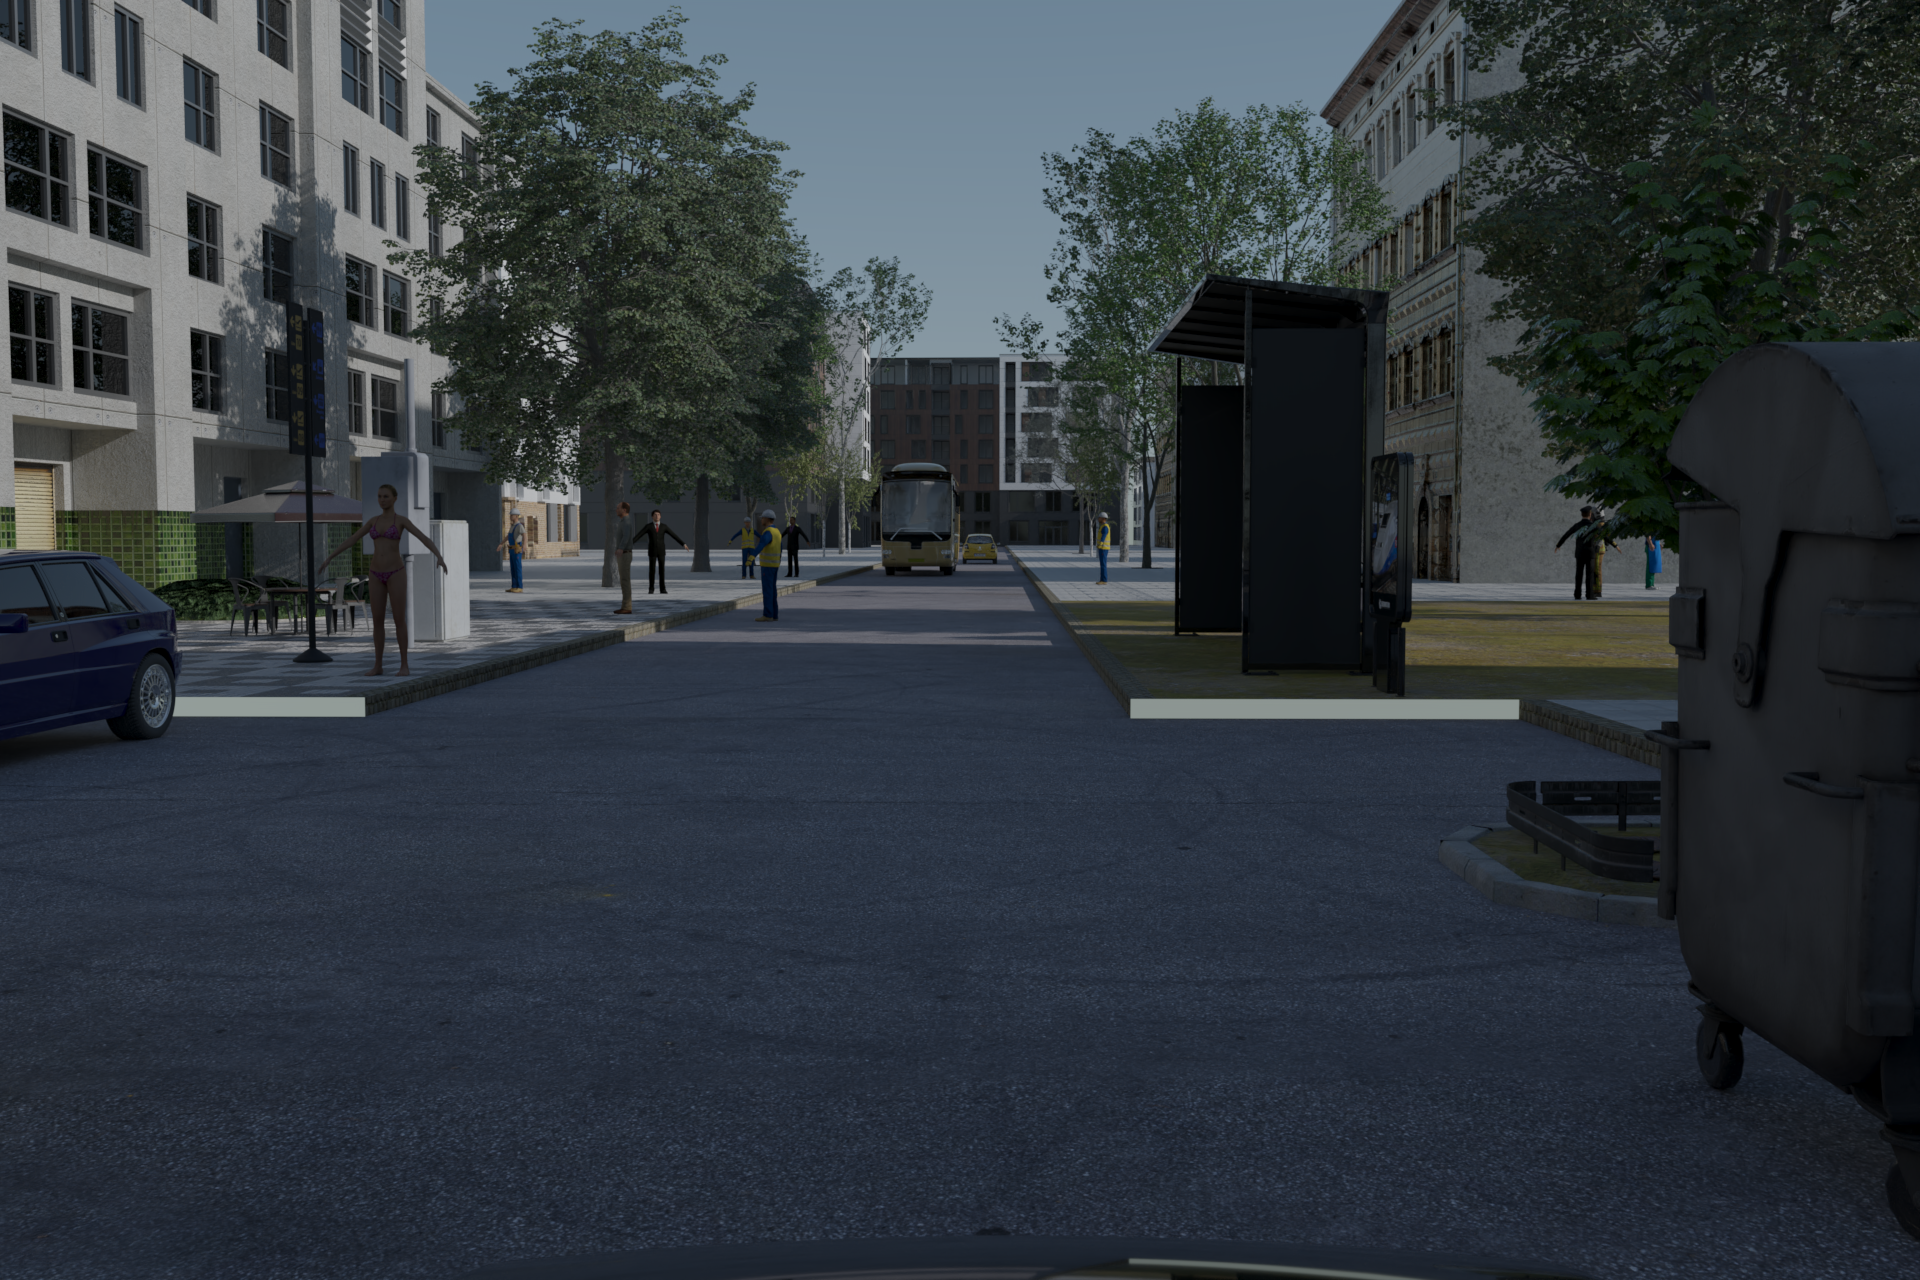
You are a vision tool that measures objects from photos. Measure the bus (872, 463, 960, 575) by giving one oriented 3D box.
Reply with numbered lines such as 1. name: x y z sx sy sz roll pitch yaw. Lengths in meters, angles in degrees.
1. bus: -1.369 -4.399 63.473 2.896 3.916 12.252 0 4 1

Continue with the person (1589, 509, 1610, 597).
1. person: 12.939 -1.806 35.296 0.705 1.858 1.354 1 4 11

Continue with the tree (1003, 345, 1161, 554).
1. tree: 7.938 -12.298 111.441 12.009 13.543 11.850 0 3 0

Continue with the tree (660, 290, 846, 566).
1. tree: -8.351 -8.781 69.325 9.928 11.665 9.643 0 3 0

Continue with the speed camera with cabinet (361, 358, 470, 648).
1. speed camera with cabinet: -6.373 -1.589 20.316 0.660 3.252 2.038 0 4 2

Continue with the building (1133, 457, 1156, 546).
1. building: 24.142 -15.000 187.395 9.099 9.664 28.070 0 4 2

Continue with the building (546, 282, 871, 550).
1. building: -22.836 -19.100 156.262 27.936 21.610 32.646 0 4 0

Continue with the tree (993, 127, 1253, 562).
1. tree: 7.890 -13.676 79.494 12.611 20.169 13.585 0 3 0

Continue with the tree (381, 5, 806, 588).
1. tree: -8.452 -8.247 41.492 9.857 13.997 8.962 0 3 0

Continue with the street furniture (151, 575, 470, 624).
1. street furniture: -11.349 -0.870 29.846 5.734 0.657 10.072 -1 4 -18

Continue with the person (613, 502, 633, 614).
1. person: -5.422 -1.320 27.846 0.705 1.796 1.348 -1 4 -12

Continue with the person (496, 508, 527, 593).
1. person: -9.787 -1.968 38.037 0.705 1.847 1.347 -3 5 -39

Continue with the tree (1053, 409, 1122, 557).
1. tree: 7.511 -9.010 97.678 4.360 8.622 3.978 0 3 0

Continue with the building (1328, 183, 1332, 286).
1. building: 24.366 -14.269 89.725 16.016 20.090 11.380 0 4 1

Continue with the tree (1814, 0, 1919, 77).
1. tree: 9.668 -4.681 10.943 7.601 10.594 8.767 -2 4 -34

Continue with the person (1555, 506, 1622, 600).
1. person: 12.200 -1.702 33.760 1.347 1.837 0.705 3 5 44

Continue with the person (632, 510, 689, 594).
1. person: -6.493 -1.892 37.117 1.347 1.806 0.705 -1 4 -20

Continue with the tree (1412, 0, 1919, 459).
1. tree: 12.210 -7.328 26.464 9.857 13.997 8.962 0 3 0

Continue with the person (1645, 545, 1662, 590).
1. person: 15.958 -2.063 39.863 0.704 1.817 1.347 2 4 30

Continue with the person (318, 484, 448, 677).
1. person: -5.193 -0.540 15.629 1.217 1.733 0.721 0 4 7

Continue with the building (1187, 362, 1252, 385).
1. building: 24.253 -17.723 146.184 16.016 20.090 11.380 0 4 1

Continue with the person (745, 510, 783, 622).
1. person: -3.166 -1.226 28.469 0.705 1.833 1.349 1 4 16

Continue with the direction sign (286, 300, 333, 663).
1. direction sign: -6.508 -1.548 17.311 0.379 3.537 0.876 0 4 1

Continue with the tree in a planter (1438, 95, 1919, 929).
1. tree in a planter: 3.083 -0.604 7.097 1.991 3.239 1.994 0 4 2

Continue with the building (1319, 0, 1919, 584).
1. building: 22.375 -13.585 53.052 19.493 23.208 18.063 0 4 2

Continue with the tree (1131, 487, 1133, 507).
1. tree: 22.502 -15.692 206.921 4.737 8.622 4.395 0 3 0

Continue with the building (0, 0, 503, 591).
1. building: -24.558 -10.858 43.986 16.747 18.905 31.486 0 4 1

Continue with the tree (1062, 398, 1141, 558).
1. tree: 7.554 -8.659 91.939 4.737 8.622 4.395 0 3 0

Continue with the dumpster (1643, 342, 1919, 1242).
1. dumpster: 2.666 0.262 3.930 1.865 1.857 1.264 0 4 1

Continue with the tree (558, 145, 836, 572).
1. tree: -8.758 -9.275 58.302 9.857 13.997 8.962 0 3 0

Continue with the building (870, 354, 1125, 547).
1. building: 2.870 -22.184 209.138 32.646 21.610 27.936 0 4 2

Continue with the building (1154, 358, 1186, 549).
1. building: 28.192 -20.165 160.626 19.493 23.208 18.063 0 4 2

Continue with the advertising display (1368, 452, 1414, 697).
1. advertising display: 3.485 -0.540 14.035 0.123 1.923 0.974 0 4 0

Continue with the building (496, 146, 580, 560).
1. building: -26.892 -14.037 85.930 16.016 20.090 11.380 0 4 1

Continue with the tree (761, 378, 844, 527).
1. tree: -7.499 -7.847 78.654 4.737 8.622 4.395 0 3 0

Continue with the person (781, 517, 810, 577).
1. person: -4.982 -2.766 51.453 1.346 1.802 0.704 2 4 28

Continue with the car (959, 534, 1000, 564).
1. car: 0.961 -4.535 84.379 2.015 1.641 3.980 0 4 0

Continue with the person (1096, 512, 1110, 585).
1. person: 3.602 -2.325 43.986 0.705 1.833 1.349 0 4 4

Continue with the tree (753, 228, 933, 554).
1. tree: -8.799 -15.479 108.965 12.611 20.169 13.585 0 3 0

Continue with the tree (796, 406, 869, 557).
1. tree: -7.840 -8.965 96.944 4.360 8.622 3.978 0 3 0

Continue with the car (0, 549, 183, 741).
1. car: -6.512 0.106 10.846 1.945 1.354 3.894 0 4 2

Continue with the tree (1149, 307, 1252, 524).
1. tree: 7.472 -6.284 53.108 4.737 8.622 4.395 0 3 0

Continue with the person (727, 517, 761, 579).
1. person: -6.057 -2.636 49.562 1.216 1.772 0.721 -1 4 -18

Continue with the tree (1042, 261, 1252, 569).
1. tree: 7.100 -8.460 64.078 9.928 11.665 9.643 0 3 0

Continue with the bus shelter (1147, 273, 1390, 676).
1. bus shelter: 3.144 -1.679 18.742 1.731 3.624 6.357 0 4 1

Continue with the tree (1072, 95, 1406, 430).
1. tree: 6.442 -7.004 40.266 9.928 11.665 9.643 0 3 0

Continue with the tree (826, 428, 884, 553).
1. tree: -7.421 -10.360 119.746 4.737 8.622 4.395 0 3 0
